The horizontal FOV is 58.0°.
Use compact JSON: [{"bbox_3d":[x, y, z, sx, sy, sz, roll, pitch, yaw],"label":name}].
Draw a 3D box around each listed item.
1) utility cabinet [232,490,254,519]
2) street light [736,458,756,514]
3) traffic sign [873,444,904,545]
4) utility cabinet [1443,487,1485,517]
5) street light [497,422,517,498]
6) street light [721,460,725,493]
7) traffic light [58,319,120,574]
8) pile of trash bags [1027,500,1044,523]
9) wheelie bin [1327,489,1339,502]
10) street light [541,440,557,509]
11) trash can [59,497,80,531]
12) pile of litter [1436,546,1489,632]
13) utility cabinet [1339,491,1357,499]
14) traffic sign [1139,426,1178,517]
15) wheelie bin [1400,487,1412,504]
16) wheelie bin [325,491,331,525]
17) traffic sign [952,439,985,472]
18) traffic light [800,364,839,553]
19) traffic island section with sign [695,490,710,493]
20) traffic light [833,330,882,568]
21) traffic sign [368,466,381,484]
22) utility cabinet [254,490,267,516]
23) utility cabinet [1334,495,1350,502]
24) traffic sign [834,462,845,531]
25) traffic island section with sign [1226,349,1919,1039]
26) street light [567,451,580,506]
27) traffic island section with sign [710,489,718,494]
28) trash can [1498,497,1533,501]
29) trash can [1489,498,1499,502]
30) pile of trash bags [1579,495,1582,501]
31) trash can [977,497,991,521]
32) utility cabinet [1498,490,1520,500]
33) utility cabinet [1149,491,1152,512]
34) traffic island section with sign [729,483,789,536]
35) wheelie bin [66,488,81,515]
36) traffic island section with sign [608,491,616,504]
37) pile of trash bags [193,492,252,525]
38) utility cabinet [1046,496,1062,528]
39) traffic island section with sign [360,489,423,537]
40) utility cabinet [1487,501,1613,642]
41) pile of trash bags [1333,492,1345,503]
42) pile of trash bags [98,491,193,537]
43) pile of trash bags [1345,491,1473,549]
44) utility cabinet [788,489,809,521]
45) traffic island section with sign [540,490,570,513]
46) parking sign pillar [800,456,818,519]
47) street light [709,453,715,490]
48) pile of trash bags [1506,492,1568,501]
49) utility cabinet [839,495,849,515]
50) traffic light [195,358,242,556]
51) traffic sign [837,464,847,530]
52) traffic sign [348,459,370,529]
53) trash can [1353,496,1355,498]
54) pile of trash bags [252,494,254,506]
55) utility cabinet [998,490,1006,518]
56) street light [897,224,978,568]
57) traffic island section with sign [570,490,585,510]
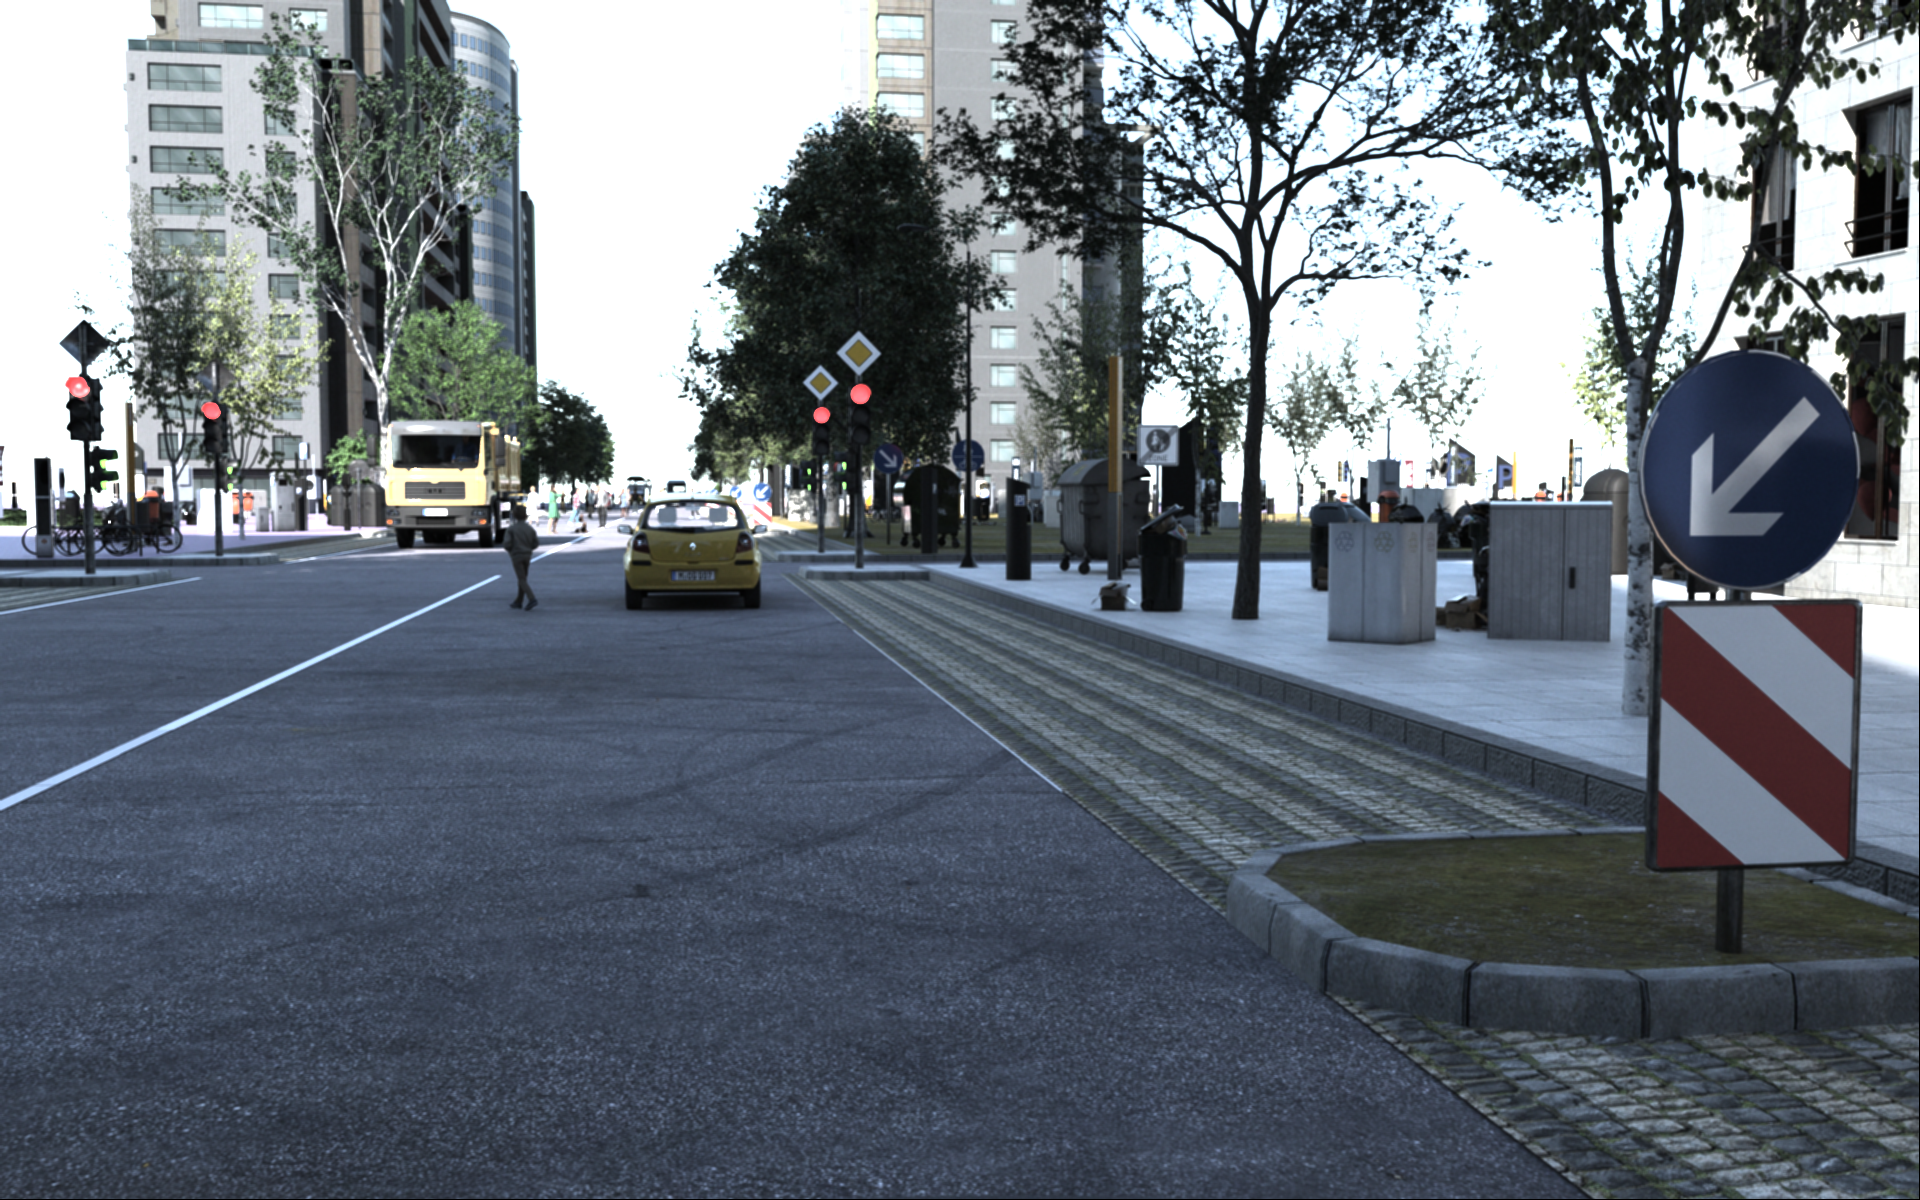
[{"bbox_3d":[-36.449,-4.838,87.784,1.173,1.500,0.318,2,4,30],"label":"utility cabinet"},{"bbox_3d":[-13.990,-8.636,113.734,1.470,5.913,1.316,-1,4,-9],"label":"street light"},{"bbox_3d":[-1.807,-2.668,43.732,0.768,2.556,0.104,0,4,0],"label":"traffic sign"},{"bbox_3d":[15.074,-2.640,51.836,1.173,1.500,0.318,0,4,2],"label":"utility cabinet"},{"bbox_3d":[-29.142,-8.486,111.284,1.470,5.913,1.316,-1,4,-9],"label":"street light"},{"bbox_3d":[-20.039,-10.903,150.802,1.470,5.913,1.316,-1,4,-9],"label":"street light"},{"bbox_3d":[-14.005,-2.379,27.810,0.839,4.253,0.868,-1,4,-9],"label":"traffic light"},{"bbox_3d":[3.975,-4.210,78.585,3.447,1.369,1.912,3,5,42],"label":"pile of trash bags"},{"bbox_3d":[23.921,-6.324,111.301,0.980,1.594,0.693,-1,4,-12],"label":"wheelie bin"},{"bbox_3d":[-35.121,-10.733,148.024,1.470,5.913,1.316,-1,4,-9],"label":"street light"},{"bbox_3d":[-31.362,-3.015,60.953,0.748,1.137,0.748,0,3,0],"label":"trash can"},{"bbox_3d":[4.969,-0.176,16.850,1.176,0.858,1.719,2,4,26],"label":"pile of litter"},{"bbox_3d":[24.688,-6.211,110.228,0.318,1.500,1.173,-3,5,-41],"label":"utility cabinet"},{"bbox_3d":[2.903,-1.429,25.487,0.606,2.300,0.079,0,4,-5],"label":"traffic sign"},{"bbox_3d":[20.290,-4.349,79.021,0.980,1.594,0.693,0,4,-3],"label":"wheelie bin"},{"bbox_3d":[-25.633,-3.860,71.019,0.693,1.594,0.980,-1,4,-14],"label":"wheelie bin"},{"bbox_3d":[0.185,-2.459,40.317,0.768,2.556,0.104,0,4,-3],"label":"traffic sign"},{"bbox_3d":[-3.049,-2.984,37.704,0.839,4.253,0.868,-1,4,-9],"label":"traffic light"},{"bbox_3d":[-23.858,-9.447,163.086,1.989,1.847,2.006,-1,4,-9],"label":"traffic island section with sign"},{"bbox_3d":[-1.759,-2.502,29.823,0.839,4.253,0.868,-1,4,-9],"label":"traffic light"},{"bbox_3d":[-26.278,-4.765,78.016,0.768,2.556,0.104,0,4,-3],"label":"traffic sign"},{"bbox_3d":[-40.333,-5.546,99.357,0.318,1.500,1.173,2,4,28],"label":"utility cabinet"},{"bbox_3d":[21.748,-5.329,98.294,1.020,1.237,0.306,-1,4,-14],"label":"utility cabinet"},{"bbox_3d":[-3.983,-3.660,59.944,0.768,2.556,0.104,0,4,-4],"label":"traffic sign"},{"bbox_3d":[1.943,0.191,5.509,1.989,1.847,2.006,-1,4,-9],"label":"traffic island section with sign"},{"bbox_3d":[-41.295,-12.987,184.882,1.470,5.913,1.316,-1,4,-9],"label":"street light"},{"bbox_3d":[-11.379,-4.787,86.902,1.989,1.847,2.006,-1,4,-9],"label":"traffic island section with sign"},{"bbox_3d":[17.516,-2.610,54.326,0.748,1.137,0.748,0,3,0],"label":"trash can"},{"bbox_3d":[21.367,-3.497,68.833,0.748,1.137,0.748,0,3,0],"label":"trash can"},{"bbox_3d":[42.517,-6.650,118.484,3.447,1.369,1.912,2,4,32],"label":"pile of trash bags"},{"bbox_3d":[1.104,-4.344,82.673,0.748,1.137,0.748,0,3,0],"label":"trash can"},{"bbox_3d":[30.521,-5.364,96.383,1.173,1.500,0.318,0,4,1],"label":"utility cabinet"},{"bbox_3d":[12.295,-6.446,114.069,1.173,1.500,0.318,-3,4,-38],"label":"utility cabinet"},{"bbox_3d":[-7.026,-3.160,60.299,1.989,1.847,2.006,-1,4,-9],"label":"traffic island section with sign"},{"bbox_3d":[-43.427,-4.706,84.848,0.693,1.594,0.980,-2,4,-25],"label":"wheelie bin"},{"bbox_3d":[-49.201,-14.309,242.577,1.989,1.847,2.006,-1,4,-9],"label":"traffic island section with sign"},{"bbox_3d":[-31.325,-3.769,71.382,3.447,1.369,1.912,-1,4,-11],"label":"pile of trash bags"},{"bbox_3d":[3.752,-3.375,66.344,0.306,1.237,1.020,-3,5,-44],"label":"utility cabinet"},{"bbox_3d":[-19.032,-3.041,58.341,1.989,1.847,2.006,-1,4,-9],"label":"traffic island section with sign"},{"bbox_3d":[5.198,-0.252,15.278,1.020,1.237,0.306,1,4,19],"label":"utility cabinet"},{"bbox_3d":[21.187,-5.213,94.988,1.912,1.369,3.447,1,4,16],"label":"pile of trash bags"},{"bbox_3d":[-25.058,-2.643,52.969,1.912,1.369,3.447,-3,4,-39],"label":"pile of trash bags"},{"bbox_3d":[11.297,-1.998,42.426,1.912,1.369,3.447,-1,4,-21],"label":"pile of trash bags"},{"bbox_3d":[-7.613,-4.535,82.830,1.173,1.500,0.318,-1,4,-14],"label":"utility cabinet"},{"bbox_3d":[-31.412,-7.660,133.865,1.989,1.847,2.006,-1,4,-9],"label":"traffic island section with sign"},{"bbox_3d":[-7.621,-5.948,85.724,1.447,3.967,1.447,-1,4,-12],"label":"parking sign pillar"},{"bbox_3d":[-27.545,-13.682,196.242,1.470,5.913,1.316,-1,4,-9],"label":"street light"},{"bbox_3d":[24.599,-3.993,75.030,1.912,1.369,3.447,0,4,-3],"label":"pile of trash bags"},{"bbox_3d":[-7.054,-5.814,106.215,1.020,1.237,0.306,-3,5,-42],"label":"utility cabinet"},{"bbox_3d":[-15.295,-2.861,35.690,0.839,4.253,0.868,-1,4,-9],"label":"traffic light"},{"bbox_3d":[-3.805,-3.399,57.709,0.606,2.300,0.079,0,4,-5],"label":"traffic sign"},{"bbox_3d":[-21.757,-3.829,62.702,0.768,2.556,0.104,0,4,-4],"label":"traffic sign"},{"bbox_3d":[23.548,-5.709,104.994,0.748,1.137,0.748,0,3,0],"label":"trash can"},{"bbox_3d":[-36.257,-4.574,84.537,3.447,1.369,1.912,-3,4,-38],"label":"pile of trash bags"},{"bbox_3d":[2.588,-5.058,91.374,1.173,1.500,0.318,2,4,29],"label":"utility cabinet"},{"bbox_3d":[-0.385,-3.516,30.035,1.470,5.913,1.316,-1,4,-9],"label":"street light"},{"bbox_3d":[-35.776,-9.293,160.561,1.989,1.847,2.006,-1,4,-9],"label":"traffic island section with sign"}]
